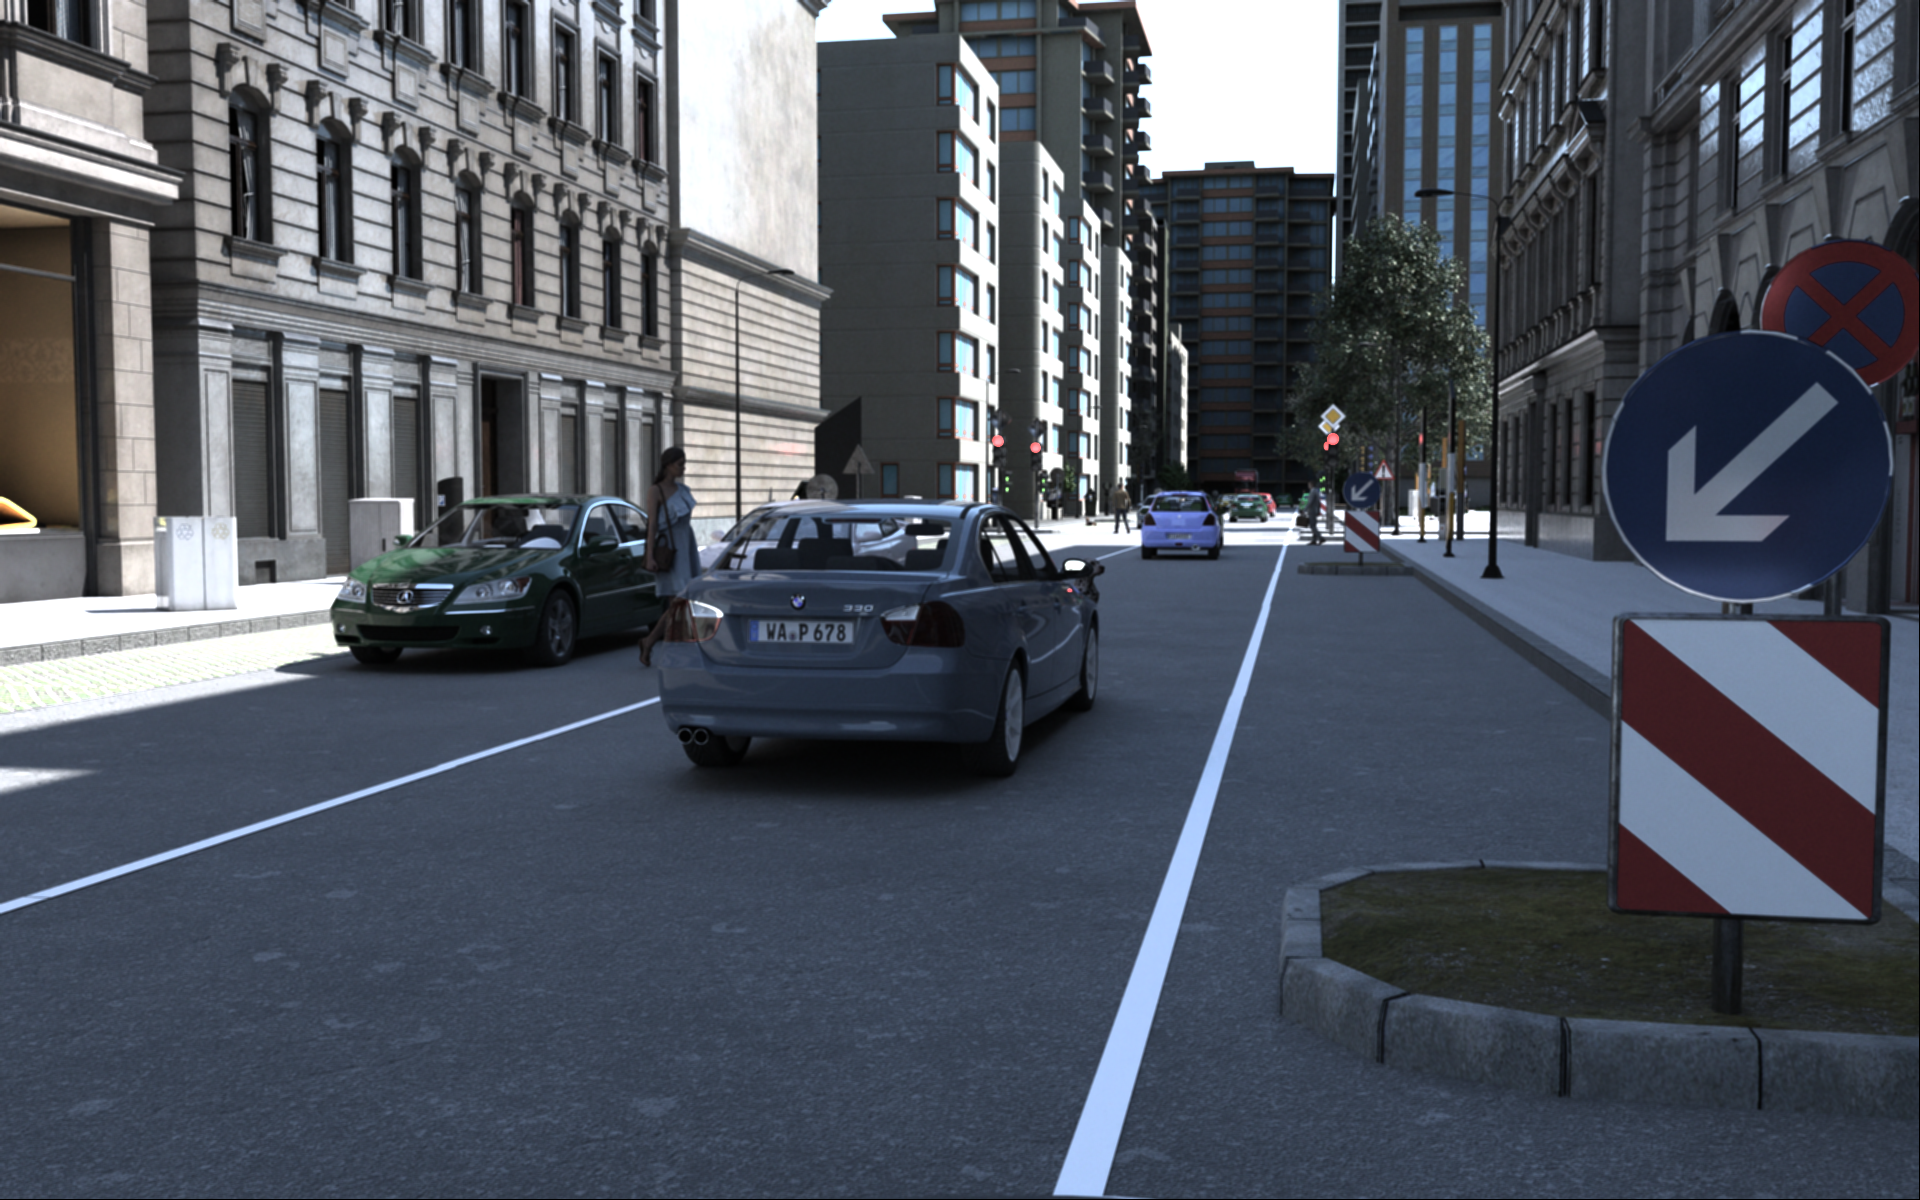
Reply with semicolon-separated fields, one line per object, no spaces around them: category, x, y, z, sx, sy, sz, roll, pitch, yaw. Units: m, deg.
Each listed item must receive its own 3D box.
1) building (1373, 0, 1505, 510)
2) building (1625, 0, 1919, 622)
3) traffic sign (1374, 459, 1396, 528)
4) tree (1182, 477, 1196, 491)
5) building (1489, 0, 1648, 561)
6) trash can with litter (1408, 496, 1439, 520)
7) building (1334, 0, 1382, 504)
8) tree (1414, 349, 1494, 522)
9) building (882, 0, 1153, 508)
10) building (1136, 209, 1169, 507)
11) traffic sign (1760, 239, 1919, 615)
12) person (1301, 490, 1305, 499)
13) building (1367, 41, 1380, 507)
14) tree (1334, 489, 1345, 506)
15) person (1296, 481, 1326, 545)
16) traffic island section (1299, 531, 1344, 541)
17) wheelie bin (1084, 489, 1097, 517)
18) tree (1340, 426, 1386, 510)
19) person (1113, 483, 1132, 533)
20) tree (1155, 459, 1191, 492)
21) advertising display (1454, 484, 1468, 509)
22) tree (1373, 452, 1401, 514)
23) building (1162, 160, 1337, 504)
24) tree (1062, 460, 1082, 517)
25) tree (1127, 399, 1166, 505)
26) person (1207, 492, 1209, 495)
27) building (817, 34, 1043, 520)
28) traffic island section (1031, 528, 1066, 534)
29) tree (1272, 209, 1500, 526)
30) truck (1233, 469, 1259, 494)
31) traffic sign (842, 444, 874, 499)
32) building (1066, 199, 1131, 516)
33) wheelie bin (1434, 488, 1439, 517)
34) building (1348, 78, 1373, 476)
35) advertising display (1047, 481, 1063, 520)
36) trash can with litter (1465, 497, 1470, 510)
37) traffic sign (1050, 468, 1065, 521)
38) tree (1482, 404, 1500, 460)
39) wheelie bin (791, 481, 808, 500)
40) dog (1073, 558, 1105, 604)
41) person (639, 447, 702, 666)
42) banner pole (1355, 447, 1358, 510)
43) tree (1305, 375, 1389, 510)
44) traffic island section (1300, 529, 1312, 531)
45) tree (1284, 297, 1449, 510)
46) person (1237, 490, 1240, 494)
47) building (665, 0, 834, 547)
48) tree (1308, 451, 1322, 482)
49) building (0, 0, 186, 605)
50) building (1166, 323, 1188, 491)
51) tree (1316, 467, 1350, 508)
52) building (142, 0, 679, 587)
building;42.314;-30.279;145.173;14.600;45.320;14.200;1;4;11
building;15.739;-10.794;18.287;13.314;21.916;24.055;1;4;11
traffic sign;15.795;-3.953;64.629;0.884;2.594;0.081;1;4;17
tree;25.266;-11.908;189.289;1.663;3.219;1.824;0;3;0
building;18.465;-10.755;40.473;10.561;19.102;19.286;1;4;11
trash can with litter;22.875;-4.512;84.832;2.233;1.210;1.678;0;4;-7
building;59.571;-48.198;226.285;20.611;71.187;20.563;1;4;11
tree;22.947;-7.922;79.888;4.737;8.622;4.395;0;3;0
building;5.424;-30.585;154.683;22.147;44.769;28.867;1;4;11
building;13.471;-24.691;175.396;14.160;30.474;14.107;1;4;11
traffic sign;4.435;-0.530;8.766;0.768;2.556;0.104;1;4;17
person;29.954;-8.691;151.143;0.434;1.755;0.990;2;4;27
building;50.700;-33.440;166.357;23.786;49.044;30.456;1;4;11
tree;41.351;-11.840;188.189;1.663;3.219;1.824;0;3;0
person;9.947;-2.463;48.896;0.853;1.813;0.709;2;4;24
traffic island section;11.596;-1.937;53.949;2.009;0.180;2.903;1;4;11
wheelie bin;7.460;-5.555;98.739;0.693;1.594;0.980;-1;4;-11
tree;25.091;-9.630;107.813;4.360;8.622;3.978;0;3;0
person;5.917;-3.345;63.102;0.656;1.842;0.836;-2;4;-35
tree;19.787;-10.815;160.538;4.285;4.588;4.351;0;3;0
advertising display;33.471;-6.770;115.897;0.974;1.923;0.123;2;4;34
tree;19.320;-5.184;79.353;1.663;3.219;1.824;0;3;0
building;35.055;-35.230;230.630;28.867;44.769;22.147;1;4;11
tree;6.077;-6.236;96.559;1.663;3.219;1.824;0;3;0
tree;13.886;-11.245;134.223;4.360;8.622;3.978;0;3;0
person;31.194;-12.795;218.426;0.721;1.735;1.217;-1;4;-23
building;-10.780;-14.509;82.262;27.650;21.520;28.899;1;4;11
traffic island section;2.802;-2.541;63.823;2.009;0.180;2.903;1;4;11
tree;17.512;-9.355;69.956;9.611;12.733;9.660;0;3;0
truck;32.494;-12.688;196.361;2.839;4.237;11.283;1;4;11
traffic sign;-2.665;-2.767;45.245;0.884;2.594;0.081;1;4;17
building;-3.548;-16.718;118.377;27.650;21.520;28.899;1;4;11
wheelie bin;26.510;-5.335;95.143;0.980;1.594;0.693;-1;4;-17
building;54.501;-34.765;192.114;21.300;48.544;21.600;1;4;11
advertising display;4.761;-4.994;86.869;0.974;1.923;0.123;3;5;42
trash can with litter;38.811;-7.424;132.766;0.624;1.170;1.055;1;4;8
traffic sign;4.670;-5.086;83.263;0.768;2.556;0.104;1;4;18
tree;36.323;-10.150;116.319;4.360;8.622;3.978;0;3;0
wheelie bin;-3.584;-2.039;41.247;0.693;1.594;0.980;2;4;28
dog;1.179;-0.005;16.918;0.513;0.831;0.800;1;4;8
person;-2.371;-0.332;14.018;0.778;1.811;0.616;2;4;35
banner pole;19.332;-5.773;84.412;0.401;3.779;0.863;1;4;16
tree;30.884;-12.828;135.495;9.928;11.665;9.643;0;3;0
traffic island section;13.143;-2.416;61.783;2.009;0.180;2.903;1;4;11
tree;23.512;-11.417;97.036;12.009;13.543;11.850;0;3;0
person;28.192;-10.182;175.115;0.705;1.807;1.348;0;4;1
building;-21.746;-14.119;49.935;34.723;24.649;14.460;1;4;11
tree;44.582;-15.920;210.646;4.737;8.622;4.395;0;3;0
building;-18.424;-9.317;3.245;10.553;20.767;40.483;1;4;11
building;10.810;-21.701;199.856;28.899;21.520;27.650;1;4;11
tree;35.646;-11.135;165.769;4.285;4.588;4.351;0;3;0
building;-12.976;-11.197;32.219;9.793;20.994;18.267;1;4;11
